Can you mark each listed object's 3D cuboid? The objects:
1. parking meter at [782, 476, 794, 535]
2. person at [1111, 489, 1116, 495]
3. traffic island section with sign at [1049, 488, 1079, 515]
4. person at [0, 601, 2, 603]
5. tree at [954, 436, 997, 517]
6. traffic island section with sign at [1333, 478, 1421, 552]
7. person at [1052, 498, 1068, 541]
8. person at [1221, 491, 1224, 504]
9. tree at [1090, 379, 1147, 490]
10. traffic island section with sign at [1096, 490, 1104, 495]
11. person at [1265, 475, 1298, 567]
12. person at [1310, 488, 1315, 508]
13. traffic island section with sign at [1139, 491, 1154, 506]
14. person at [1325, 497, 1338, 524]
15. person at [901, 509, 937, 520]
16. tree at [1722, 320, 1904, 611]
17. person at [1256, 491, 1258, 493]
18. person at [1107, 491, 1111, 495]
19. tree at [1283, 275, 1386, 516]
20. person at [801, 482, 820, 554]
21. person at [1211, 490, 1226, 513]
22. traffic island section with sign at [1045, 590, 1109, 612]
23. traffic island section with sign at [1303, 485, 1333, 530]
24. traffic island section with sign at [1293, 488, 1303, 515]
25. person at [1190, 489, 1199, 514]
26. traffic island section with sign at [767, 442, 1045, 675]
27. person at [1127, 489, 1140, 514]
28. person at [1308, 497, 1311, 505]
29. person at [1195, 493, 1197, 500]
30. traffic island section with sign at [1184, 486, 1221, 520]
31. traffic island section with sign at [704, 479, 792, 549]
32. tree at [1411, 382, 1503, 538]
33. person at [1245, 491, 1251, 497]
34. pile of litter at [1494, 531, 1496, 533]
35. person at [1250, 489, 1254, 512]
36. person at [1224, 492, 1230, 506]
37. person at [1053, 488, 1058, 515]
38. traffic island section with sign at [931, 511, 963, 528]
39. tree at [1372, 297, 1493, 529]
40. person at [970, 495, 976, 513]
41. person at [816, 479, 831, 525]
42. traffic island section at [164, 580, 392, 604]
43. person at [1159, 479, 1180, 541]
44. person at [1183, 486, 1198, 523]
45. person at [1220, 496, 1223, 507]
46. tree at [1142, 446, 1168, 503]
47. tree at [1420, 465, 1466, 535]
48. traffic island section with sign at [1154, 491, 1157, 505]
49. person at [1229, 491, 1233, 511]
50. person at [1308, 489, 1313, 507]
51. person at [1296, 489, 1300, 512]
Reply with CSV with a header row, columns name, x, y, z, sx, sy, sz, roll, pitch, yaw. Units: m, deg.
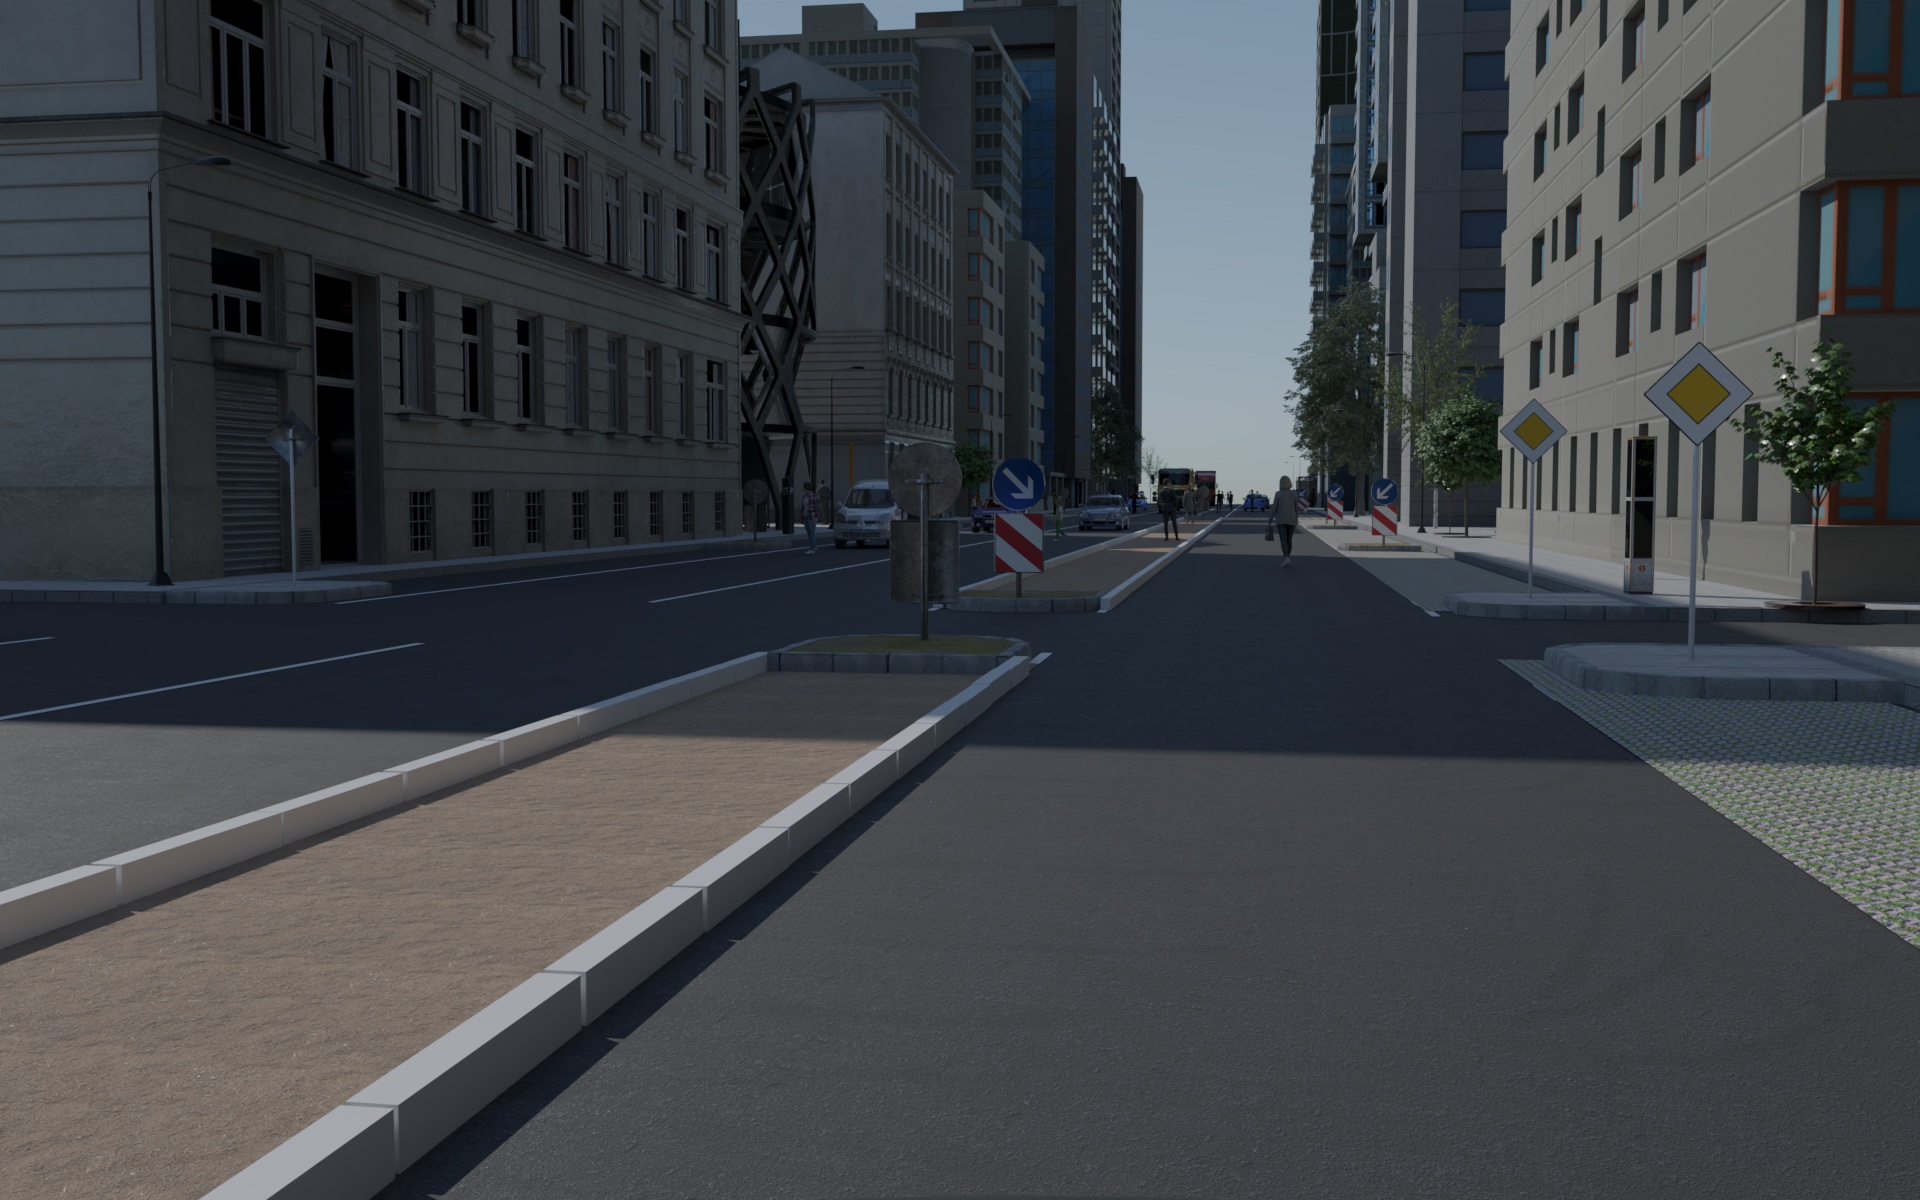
name,x,y,z,sx,sy,sz,roll,pitch,yaw
parking meter,-5.467,-3.017,55.044,0.255,1.863,0.399,2,4,24
person,9.429,-5.901,105.703,1.217,1.735,0.721,3,4,38
traffic island section with sign,7.361,-6.894,121.352,1.989,1.847,2.006,1,4,10
person,-12.851,-0.849,22.715,0.374,1.781,0.599,-3,5,-41
tree,0.457,-6.913,96.741,4.285,4.588,4.351,0,3,0
traffic island section with sign,10.583,-2.155,43.863,1.989,1.847,2.006,1,4,10
person,3.040,-2.435,52.556,0.590,1.304,0.306,-2,4,-31
person,36.175,-14.123,239.034,0.705,1.869,1.348,2,4,29
tree,13.863,-15.624,172.467,9.611,12.733,9.660,0,3,0
traffic island section with sign,12.041,-8.569,148.728,1.989,1.847,2.006,1,4,10
person,6.363,-1.562,34.224,0.709,1.800,0.728,0,4,-6
person,32.875,-9.515,161.249,0.705,1.869,1.348,0,4,0
traffic island section with sign,21.364,-11.909,203.346,1.989,1.847,2.006,1,4,10
person,17.681,-4.522,82.618,0.728,1.800,0.709,-2,4,-30
person,-0.873,-2.125,43.461,1.509,1.804,0.699,3,5,42
tree,9.690,-1.513,19.347,1.663,3.219,1.824,0,3,0
person,29.333,-9.860,170.432,0.721,1.735,1.217,-1,4,-18
person,13.449,-9.020,156.910,0.436,1.711,0.756,3,4,39
tree,23.756,-11.959,102.181,9.857,13.997,8.962,0,3,0
person,-3.572,-1.971,41.570,0.643,1.720,0.563,-3,5,-45
person,19.348,-7.384,129.757,1.217,1.766,0.721,-1,4,-15
traffic island section with sign,0.836,-0.847,21.980,2.006,1.907,1.989,1,4,10
traffic island section with sign,15.113,-3.781,70.450,1.989,1.847,2.006,1,4,10
traffic island section with sign,23.559,-6.802,119.842,1.989,1.847,2.006,1,4,10
person,16.650,-7.064,123.980,1.348,1.826,0.705,2,4,26
traffic island section with sign,-0.421,-0.400,14.680,2.006,1.907,1.989,1,4,10
person,12.465,-7.068,124.018,0.705,1.831,1.348,-2,4,-35
person,36.015,-10.292,177.545,0.697,1.427,0.421,2,4,24
person,20.828,-8.873,153.530,0.705,1.831,1.348,0,4,6
traffic island section with sign,13.475,-5.377,96.052,2.006,1.907,1.989,1,4,10
traffic island section with sign,-5.530,-2.276,45.841,1.989,1.847,2.006,1,4,10
tree,15.062,-4.119,51.063,4.285,4.588,4.351,0,3,0
person,31.675,-11.015,189.314,1.217,1.735,0.721,1,4,8
pile of litter,18.282,-2.651,57.310,1.176,0.858,1.719,1,4,23
person,23.302,-7.934,138.311,0.705,1.814,1.350,1,4,11
person,32.911,-12.441,212.638,1.217,1.735,0.721,0,4,1
person,6.423,-6.582,116.205,0.705,1.812,1.348,-1,4,-13
traffic island section with sign,-0.934,-3.923,72.766,1.989,1.847,2.006,1,4,10
tree,17.462,-6.966,64.250,4.737,8.622,4.395,0,3,0
person,0.678,-4.963,92.197,0.382,1.210,0.505,-2,4,-24
person,-5.661,-4.062,71.811,0.474,1.900,0.648,3,5,40
traffic island section,-9.261,-0.108,24.046,2.009,0.180,2.903,1,4,10
person,6.409,-2.761,52.998,0.648,1.900,0.474,1,4,19
person,11.188,-4.627,84.254,0.694,1.812,0.767,0,4,0
person,28.790,-10.994,191.467,0.599,1.433,0.991,3,5,42
tree,28.297,-18.646,255.222,4.360,8.622,3.978,0,3,0
tree,15.409,-3.686,54.872,1.663,3.219,1.824,0,3,0
traffic island section with sign,25.896,-13.535,229.919,1.989,1.847,2.006,1,4,10
person,22.392,-8.180,143.164,0.541,1.710,0.530,-3,4,-38
person,33.883,-9.830,166.865,0.705,1.812,1.348,3,4,38
person,26.199,-7.700,134.386,0.705,1.826,1.348,2,4,30
